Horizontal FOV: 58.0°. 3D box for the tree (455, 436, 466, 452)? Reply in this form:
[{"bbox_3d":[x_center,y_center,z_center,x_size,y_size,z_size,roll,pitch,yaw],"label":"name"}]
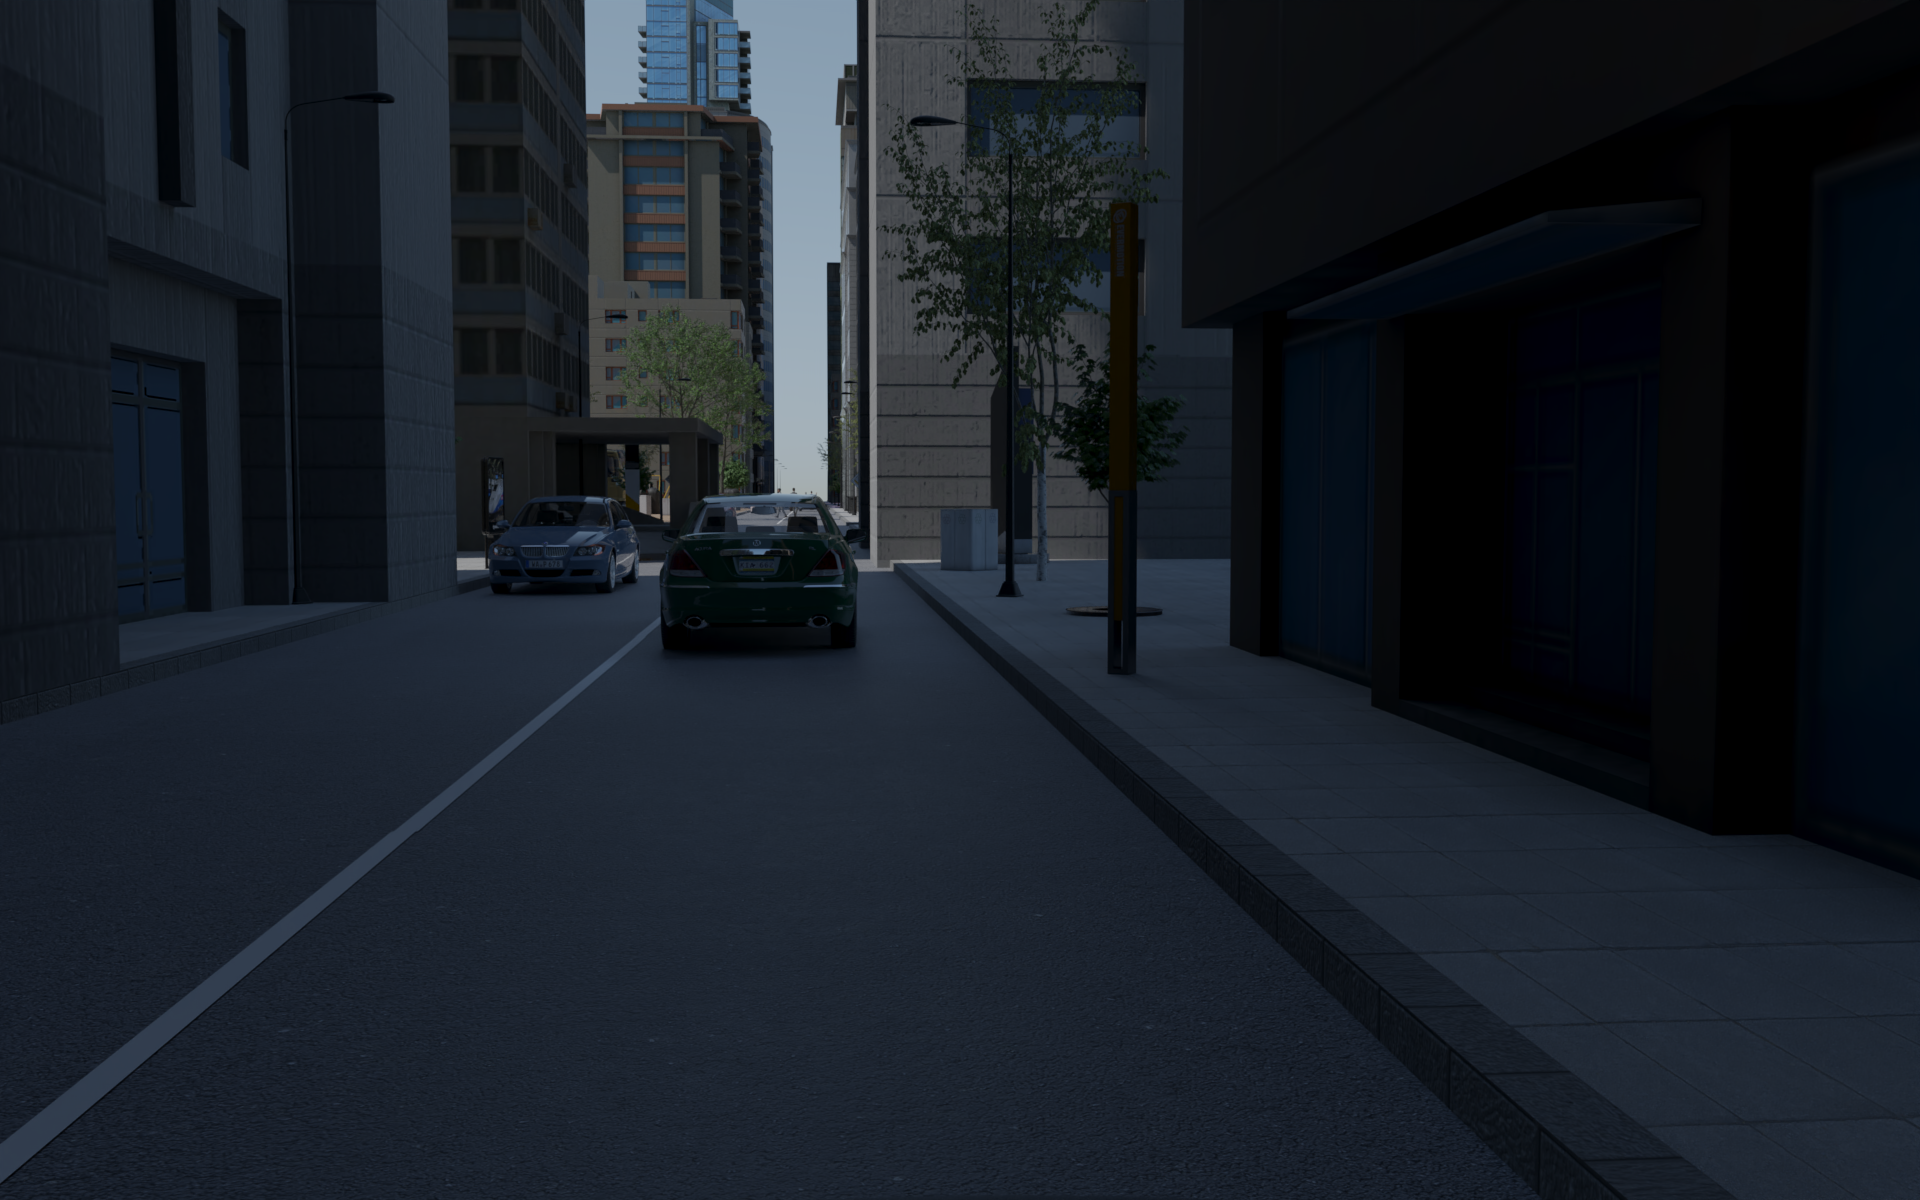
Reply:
[{"bbox_3d":[-8.820,-2.009,27.450,1.663,3.219,1.824,0,3,0],"label":"tree"}]

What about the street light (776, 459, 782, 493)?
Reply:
[{"bbox_3d":[-25.549,-16.204,237.475,1.470,5.913,1.316,0,4,-5],"label":"street light"}]

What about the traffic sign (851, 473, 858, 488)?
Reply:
[{"bbox_3d":[-4.604,-4.614,79.088,0.795,2.450,0.064,0,4,-5],"label":"traffic sign"}]

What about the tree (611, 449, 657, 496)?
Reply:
[{"bbox_3d":[-12.256,-4.361,65.907,1.663,3.219,1.824,0,3,0],"label":"tree"}]

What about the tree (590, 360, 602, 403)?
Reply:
[{"bbox_3d":[-18.810,-7.953,80.396,4.360,8.622,3.978,0,3,0],"label":"tree"}]

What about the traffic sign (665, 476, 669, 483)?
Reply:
[{"bbox_3d":[-11.601,-4.090,70.507,0.795,2.450,0.064,0,4,-5],"label":"traffic sign"}]

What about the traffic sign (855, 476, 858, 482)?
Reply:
[{"bbox_3d":[-3.932,-4.128,71.131,0.795,2.450,0.064,0,4,-5],"label":"traffic sign"}]

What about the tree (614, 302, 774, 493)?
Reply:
[{"bbox_3d":[-15.172,-10.368,95.277,9.928,11.665,9.643,0,3,0],"label":"tree"}]

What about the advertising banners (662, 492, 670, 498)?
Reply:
[{"bbox_3d":[-23.091,-8.707,138.540,2.074,3.025,0.090,0,4,1],"label":"advertising banners"}]

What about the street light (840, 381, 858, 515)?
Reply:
[{"bbox_3d":[-4.057,-6.026,71.071,1.470,5.913,1.316,0,4,-5],"label":"street light"}]

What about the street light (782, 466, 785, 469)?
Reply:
[{"bbox_3d":[-27.633,-17.712,262.135,1.470,5.913,1.316,0,4,-5],"label":"street light"}]

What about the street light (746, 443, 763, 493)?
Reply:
[{"bbox_3d":[-18.548,-11.134,154.582,1.470,5.913,1.316,0,4,-5],"label":"street light"}]

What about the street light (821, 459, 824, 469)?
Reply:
[{"bbox_3d":[-15.406,-14.251,205.549,1.470,5.913,1.316,0,4,-5],"label":"street light"}]

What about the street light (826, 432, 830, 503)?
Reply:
[{"bbox_3d":[-9.062,-9.585,129.254,1.470,5.913,1.316,0,4,-5],"label":"street light"}]

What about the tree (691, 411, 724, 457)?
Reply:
[{"bbox_3d":[-22.407,-12.275,151.060,4.737,8.622,4.395,0,3,0],"label":"tree"}]

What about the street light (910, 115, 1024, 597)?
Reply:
[{"bbox_3d":[0.085,-2.992,21.463,1.470,5.913,1.316,0,4,-5],"label":"street light"}]

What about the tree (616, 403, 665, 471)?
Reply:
[{"bbox_3d":[-24.762,-11.322,135.478,4.360,8.622,3.978,0,3,0],"label":"tree"}]

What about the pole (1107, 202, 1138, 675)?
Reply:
[{"bbox_3d":[1.155,-1.126,12.261,0.158,3.312,0.155,0,3,0],"label":"pole"}]

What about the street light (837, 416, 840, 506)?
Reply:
[{"bbox_3d":[-4.728,-6.509,78.962,1.470,5.913,1.316,0,4,-5],"label":"street light"}]

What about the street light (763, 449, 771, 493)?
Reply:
[{"bbox_3d":[-20.676,-12.665,179.607,1.470,5.913,1.316,0,4,-5],"label":"street light"}]

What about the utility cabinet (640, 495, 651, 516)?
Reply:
[{"bbox_3d":[-16.738,-4.946,92.036,0.306,1.237,1.020,-2,4,-34],"label":"utility cabinet"}]

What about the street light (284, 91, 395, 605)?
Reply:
[{"bbox_3d":[-7.221,-2.909,20.102,1.470,5.913,1.316,0,4,-5],"label":"street light"}]

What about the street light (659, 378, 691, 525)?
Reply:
[{"bbox_3d":[-11.449,-5.925,69.417,1.470,5.913,1.316,0,4,-5],"label":"street light"}]

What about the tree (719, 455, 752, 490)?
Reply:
[{"bbox_3d":[-19.044,-9.851,144.772,4.285,4.588,4.351,0,3,0],"label":"tree"}]

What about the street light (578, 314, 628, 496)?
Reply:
[{"bbox_3d":[-9.256,-4.417,44.766,1.470,5.913,1.316,0,4,-5],"label":"street light"}]

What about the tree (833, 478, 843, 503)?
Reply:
[{"bbox_3d":[-17.157,-15.518,248.313,1.663,3.219,1.824,0,3,0],"label":"tree"}]

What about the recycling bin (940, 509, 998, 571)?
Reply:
[{"bbox_3d":[0.154,-1.020,29.232,0.722,1.027,0.722,3,5,41],"label":"recycling bin"}]

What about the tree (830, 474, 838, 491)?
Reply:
[{"bbox_3d":[-16.872,-15.893,243.556,4.285,4.588,4.351,0,3,0],"label":"tree"}]

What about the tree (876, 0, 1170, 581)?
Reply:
[{"bbox_3d":[0.972,-4.583,25.297,4.737,8.622,4.395,0,3,0],"label":"tree"}]

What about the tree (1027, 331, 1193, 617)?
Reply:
[{"bbox_3d":[1.690,-1.451,18.324,1.663,3.219,1.824,0,3,0],"label":"tree"}]

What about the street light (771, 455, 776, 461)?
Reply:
[{"bbox_3d":[-22.724,-14.173,204.269,1.470,5.913,1.316,0,4,-5],"label":"street light"}]

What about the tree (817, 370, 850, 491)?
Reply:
[{"bbox_3d":[-4.848,-8.910,96.047,4.737,8.622,4.395,0,3,0],"label":"tree"}]

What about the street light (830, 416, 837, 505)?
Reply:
[{"bbox_3d":[-6.878,-8.017,103.616,1.470,5.913,1.316,0,4,-5],"label":"street light"}]
